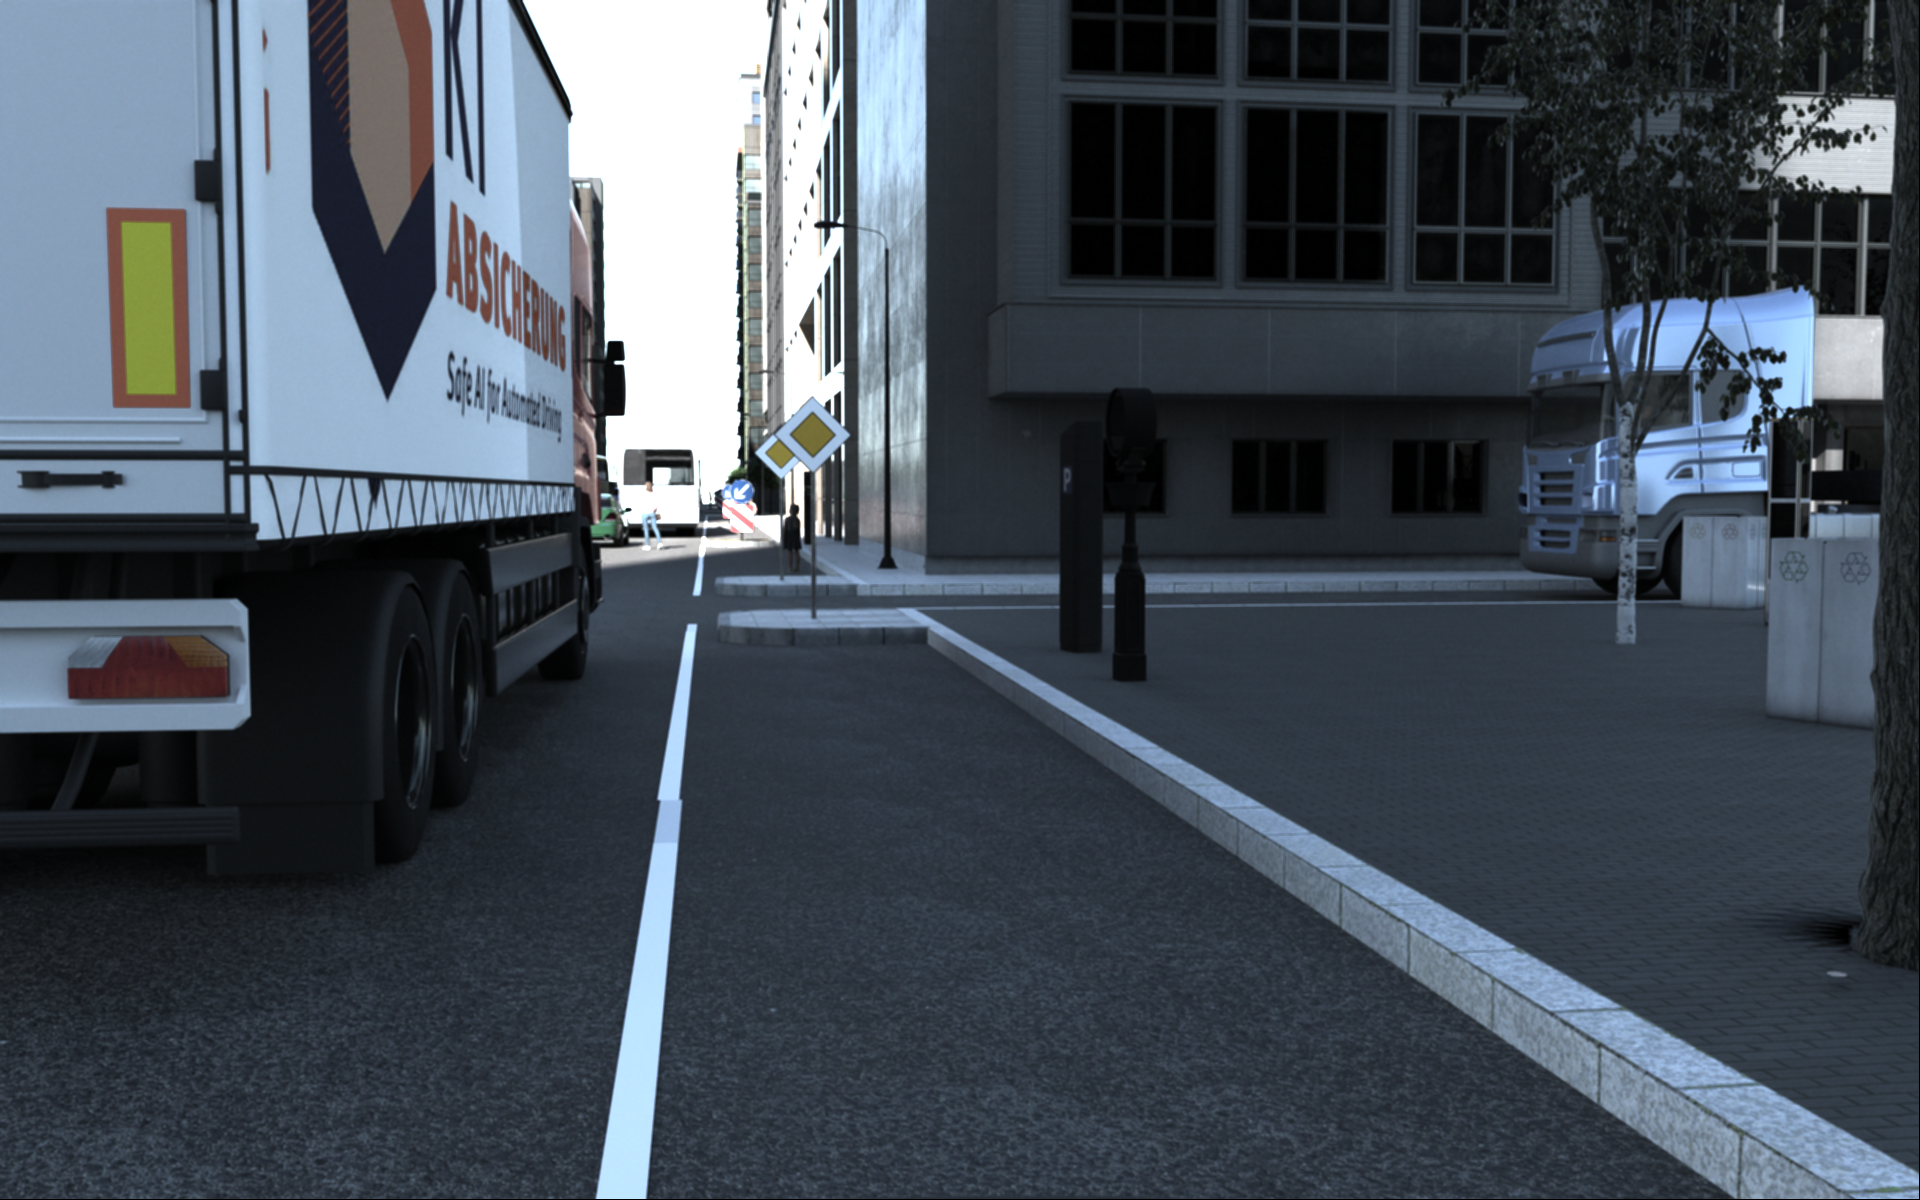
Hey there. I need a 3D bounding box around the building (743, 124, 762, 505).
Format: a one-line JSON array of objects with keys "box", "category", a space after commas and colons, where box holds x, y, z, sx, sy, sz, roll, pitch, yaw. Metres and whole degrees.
[{"box": [-17.293, -31.290, 195.187, 14.154, 41.232, 14.086, -1, 4, -8], "category": "building"}]

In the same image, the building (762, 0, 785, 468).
[{"box": [-2.617, -18.101, 89.459, 14.314, 27.812, 24.014, -1, 4, -8], "category": "building"}]

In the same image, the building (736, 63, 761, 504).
[{"box": [-20.756, -43.006, 245.148, 21.231, 58.520, 28.212, -1, 4, -8], "category": "building"}]

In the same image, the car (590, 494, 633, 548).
[{"box": [-10.135, -2.199, 47.752, 2.131, 1.459, 4.920, 0, 4, -8], "category": "car"}]

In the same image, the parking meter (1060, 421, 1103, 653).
[{"box": [0.987, -0.515, 14.128, 0.255, 1.863, 0.399, -1, 4, -17], "category": "parking meter"}]

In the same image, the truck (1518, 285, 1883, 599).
[{"box": [16.511, -2.092, 23.968, 18.799, 4.110, 2.967, 0, 4, -6], "category": "truck"}]

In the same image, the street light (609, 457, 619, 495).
[{"box": [-43.516, -14.979, 217.447, 1.470, 5.913, 1.316, -1, 4, -8], "category": "street light"}]

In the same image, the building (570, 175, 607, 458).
[{"box": [-51.706, -32.561, 215.961, 14.154, 41.232, 14.086, -1, 4, -8], "category": "building"}]

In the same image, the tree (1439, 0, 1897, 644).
[{"box": [5.743, -3.916, 14.391, 4.360, 8.622, 3.978, 0, 3, 0], "category": "tree"}]

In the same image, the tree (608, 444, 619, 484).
[{"box": [-50.314, -18.725, 256.522, 4.360, 8.622, 3.978, 0, 3, 0], "category": "tree"}]

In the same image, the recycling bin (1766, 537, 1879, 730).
[{"box": [5.110, 0.167, 9.817, 0.722, 1.027, 0.722, -2, 4, -30], "category": "recycling bin"}]

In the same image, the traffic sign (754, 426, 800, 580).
[{"box": [-2.652, -1.349, 25.692, 0.795, 2.450, 0.064, -1, 4, -8], "category": "traffic sign"}]

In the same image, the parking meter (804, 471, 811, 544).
[{"box": [-3.846, -2.355, 44.219, 0.255, 1.863, 0.399, -1, 4, -11], "category": "parking meter"}]

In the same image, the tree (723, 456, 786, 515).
[{"box": [-11.853, -7.664, 109.016, 4.285, 4.588, 4.351, 0, 3, 0], "category": "tree"}]

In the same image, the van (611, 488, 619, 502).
[{"box": [-30.828, -9.469, 159.198, 2.240, 2.365, 5.245, 0, 4, -7], "category": "van"}]

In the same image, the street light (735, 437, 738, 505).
[{"box": [-12.756, -8.129, 105.442, 1.470, 5.913, 1.316, -1, 4, -8], "category": "street light"}]

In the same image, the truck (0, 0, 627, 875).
[{"box": [-3.675, -1.281, 9.859, 2.839, 4.237, 11.283, 0, 4, -7], "category": "truck"}]

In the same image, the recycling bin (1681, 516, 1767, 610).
[{"box": [8.643, -0.429, 19.566, 0.722, 1.027, 0.722, 3, 5, 45], "category": "recycling bin"}]

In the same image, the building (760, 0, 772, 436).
[{"box": [-3.177, -34.227, 148.845, 28.713, 52.752, 27.495, -1, 4, -8], "category": "building"}]

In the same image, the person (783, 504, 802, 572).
[{"box": [-3.091, -1.138, 31.781, 0.362, 1.253, 0.373, -1, 4, -22], "category": "person"}]

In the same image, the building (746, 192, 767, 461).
[{"box": [-13.720, -24.299, 168.984, 14.160, 30.474, 14.107, -1, 4, -8], "category": "building"}]

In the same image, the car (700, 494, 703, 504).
[{"box": [-37.148, -14.323, 242.845, 2.281, 1.827, 5.304, 0, 4, -7], "category": "car"}]

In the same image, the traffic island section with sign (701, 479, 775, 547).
[{"box": [-6.143, -2.397, 47.814, 1.989, 1.847, 2.006, -1, 4, -8], "category": "traffic island section with sign"}]

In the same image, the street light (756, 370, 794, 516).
[{"box": [-6.835, -5.653, 64.962, 1.470, 5.913, 1.316, -1, 4, -8], "category": "street light"}]

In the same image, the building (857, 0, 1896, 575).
[{"box": [13.440, -13.153, 34.124, 30.058, 24.678, 14.314, -1, 4, -8], "category": "building"}]

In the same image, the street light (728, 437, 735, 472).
[{"box": [-17.848, -10.287, 140.725, 1.470, 5.913, 1.316, -1, 4, -8], "category": "street light"}]

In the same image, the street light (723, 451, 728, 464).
[{"box": [-24.547, -13.114, 186.948, 1.470, 5.913, 1.316, -1, 4, -8], "category": "street light"}]

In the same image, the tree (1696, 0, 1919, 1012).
[{"box": [2.748, -4.823, 4.612, 9.928, 11.665, 9.643, 0, 3, 0], "category": "tree"}]

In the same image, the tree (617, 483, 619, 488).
[{"box": [-49.755, -15.689, 251.115, 1.663, 3.219, 1.824, 0, 3, 0], "category": "tree"}]

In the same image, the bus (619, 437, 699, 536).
[{"box": [-10.895, -4.137, 62.496, 2.948, 3.499, 13.247, -1, 4, -10], "category": "bus"}]

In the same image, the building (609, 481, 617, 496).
[{"box": [-63.226, -33.173, 234.257, 32.217, 40.220, 23.993, -1, 4, -8], "category": "building"}]

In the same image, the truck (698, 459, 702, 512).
[{"box": [-22.915, -9.510, 144.399, 2.839, 4.237, 11.283, -1, 4, -9], "category": "truck"}]

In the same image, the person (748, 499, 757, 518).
[{"box": [-8.657, -3.612, 72.238, 0.352, 1.250, 0.332, -1, 4, -22], "category": "person"}]

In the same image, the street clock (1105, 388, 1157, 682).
[{"box": [1.168, -0.448, 11.889, 0.358, 2.002, 0.471, -1, 4, -12], "category": "street clock"}]

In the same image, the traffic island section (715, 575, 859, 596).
[{"box": [-2.629, -0.214, 25.773, 2.009, 0.180, 2.903, -1, 4, -8], "category": "traffic island section"}]

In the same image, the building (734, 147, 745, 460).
[{"box": [-16.929, -34.400, 217.070, 22.147, 44.769, 28.867, -1, 4, -8], "category": "building"}]

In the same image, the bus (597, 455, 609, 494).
[{"box": [-20.678, -6.216, 93.182, 2.896, 3.916, 12.252, 0, 4, -7], "category": "bus"}]

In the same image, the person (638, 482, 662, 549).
[{"box": [-7.965, -2.181, 44.743, 0.593, 1.750, 0.643, -2, 4, -31], "category": "person"}]

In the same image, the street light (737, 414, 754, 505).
[{"box": [-11.963, -7.810, 100.240, 1.470, 5.913, 1.316, -1, 4, -8], "category": "street light"}]

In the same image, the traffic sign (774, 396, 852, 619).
[{"box": [-1.509, -0.865, 17.789, 0.795, 2.450, 0.064, -1, 4, -8], "category": "traffic sign"}]

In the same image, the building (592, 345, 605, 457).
[{"box": [-54.748, -21.328, 193.758, 27.650, 21.520, 28.899, -1, 4, -8], "category": "building"}]

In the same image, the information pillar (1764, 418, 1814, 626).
[{"box": [8.044, -0.754, 16.814, 0.304, 2.012, 0.304, -3, 5, -44], "category": "information pillar"}]

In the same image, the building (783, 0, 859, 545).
[{"box": [4.150, -15.696, 61.146, 19.350, 26.468, 34.151, -1, 4, -8], "category": "building"}]

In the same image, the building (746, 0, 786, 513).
[{"box": [-4.996, -41.911, 123.493, 20.563, 71.187, 20.611, -1, 4, -8], "category": "building"}]

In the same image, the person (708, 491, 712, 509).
[{"box": [-23.958, -9.639, 166.815, 0.721, 1.743, 1.217, 0, 4, -3], "category": "person"}]

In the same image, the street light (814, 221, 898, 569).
[{"box": [-1.787, -3.494, 29.672, 1.470, 5.913, 1.316, -1, 4, -8], "category": "street light"}]

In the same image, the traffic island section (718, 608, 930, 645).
[{"box": [-1.487, 0.270, 17.869, 2.009, 0.180, 2.903, -1, 4, -8], "category": "traffic island section"}]
